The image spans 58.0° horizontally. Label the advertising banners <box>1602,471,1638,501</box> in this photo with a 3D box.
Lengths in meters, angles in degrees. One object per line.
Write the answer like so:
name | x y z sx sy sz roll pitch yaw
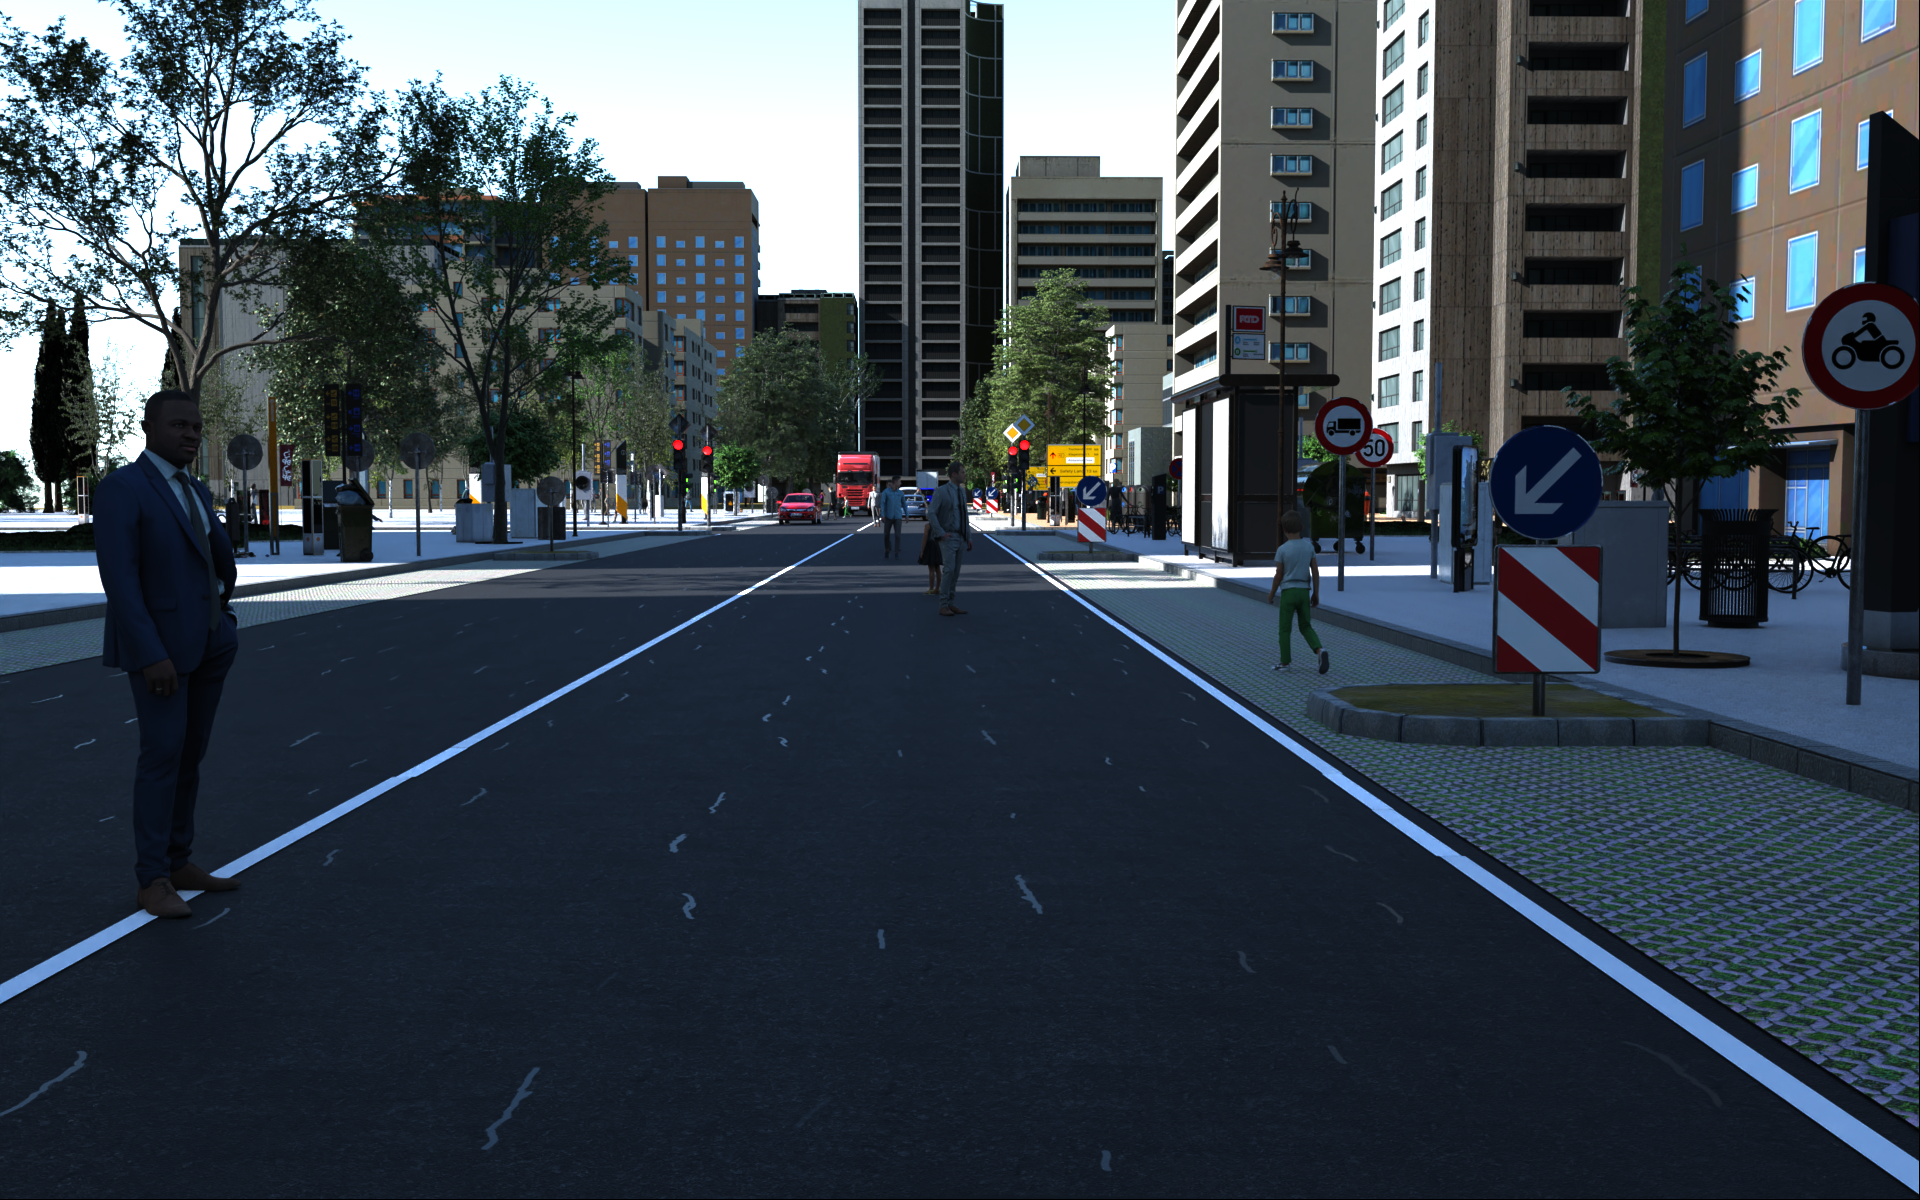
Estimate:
advertising banners | 27.154 -4.588 71.198 2.074 3.025 0.090 -1 4 -22

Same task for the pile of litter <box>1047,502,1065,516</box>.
pile of litter | 5.550 -5.273 100.180 1.719 0.858 1.176 -1 4 -20

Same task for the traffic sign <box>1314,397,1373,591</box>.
traffic sign | 5.035 -1.389 22.818 0.768 2.556 0.104 0 4 1

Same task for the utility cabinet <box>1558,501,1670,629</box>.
utility cabinet | 6.273 -0.336 16.662 1.020 1.237 0.306 -1 4 -11

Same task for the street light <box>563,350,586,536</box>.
street light | -11.666 -4.864 52.320 0.468 5.910 1.993 0 4 -1

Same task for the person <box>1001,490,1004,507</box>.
person | 4.232 -10.177 173.153 1.217 1.743 0.721 -1 4 -14

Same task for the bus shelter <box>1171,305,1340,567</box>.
bus shelter | 5.498 -3.479 34.510 2.179 5.291 8.768 0 4 -1

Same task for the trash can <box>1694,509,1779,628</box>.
trash can | 7.486 -0.311 16.736 0.748 1.137 0.748 0 3 0

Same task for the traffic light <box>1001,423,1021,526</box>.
traffic light | 2.061 -4.869 68.530 0.839 4.253 0.868 0 4 -1

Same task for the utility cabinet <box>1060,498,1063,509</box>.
utility cabinet | 6.995 -6.964 125.022 1.020 1.237 0.306 0 4 -4

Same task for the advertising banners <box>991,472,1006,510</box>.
advertising banners | 3.036 -8.547 135.926 0.090 3.025 2.074 -2 4 -34

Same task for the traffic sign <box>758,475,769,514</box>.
traffic sign | -12.925 -6.962 113.933 0.768 2.556 0.104 0 4 4

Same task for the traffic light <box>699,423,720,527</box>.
traffic light | -9.897 -4.854 68.282 0.839 4.253 0.868 0 4 -1

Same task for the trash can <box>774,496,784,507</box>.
trash can | -12.754 -6.739 121.835 0.748 1.137 0.748 0 3 0

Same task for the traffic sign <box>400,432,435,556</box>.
traffic sign | -11.218 -2.184 35.819 0.768 2.556 0.104 0 4 8

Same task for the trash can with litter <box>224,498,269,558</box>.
trash can with litter | -14.865 -1.462 34.959 1.678 1.210 2.233 -1 4 -13

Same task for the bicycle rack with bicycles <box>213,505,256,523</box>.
bicycle rack with bicycles | -24.552 -2.681 57.220 2.852 0.926 2.925 -3 4 -38

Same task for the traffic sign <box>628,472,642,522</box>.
traffic sign | -14.888 -4.723 79.344 0.606 2.300 0.079 0 4 1

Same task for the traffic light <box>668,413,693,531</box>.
traffic light | -9.742 -4.366 60.298 0.839 4.253 0.868 0 4 -1

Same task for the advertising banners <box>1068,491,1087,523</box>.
advertising banners | 5.523 -4.998 77.905 2.074 3.025 0.090 -3 5 -40

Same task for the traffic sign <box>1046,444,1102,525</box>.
traffic sign | 4.654 -4.697 70.669 2.265 3.308 0.079 0 4 6

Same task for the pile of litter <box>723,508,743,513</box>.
pile of litter | -15.595 -6.513 120.448 1.719 0.858 1.176 0 4 -1

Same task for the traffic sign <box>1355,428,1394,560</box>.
traffic sign | 7.970 -2.038 33.430 0.768 2.556 0.104 0 4 3

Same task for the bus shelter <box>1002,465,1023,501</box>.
bus shelter | 4.340 -9.116 140.337 1.731 3.624 6.357 0 4 -1

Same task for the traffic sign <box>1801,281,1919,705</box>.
traffic sign | 5.448 -0.635 10.483 0.768 2.556 0.104 0 4 4

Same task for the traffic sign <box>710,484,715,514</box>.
traffic sign | -15.654 -6.737 110.156 0.884 2.594 0.081 0 4 8

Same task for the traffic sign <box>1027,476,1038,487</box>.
traffic sign | 5.183 -7.574 123.944 0.768 2.556 0.104 0 4 0

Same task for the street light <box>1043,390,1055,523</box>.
street light | 3.966 -6.383 77.149 0.468 5.910 1.993 0 4 -1

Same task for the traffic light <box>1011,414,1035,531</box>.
traffic light | 2.217 -4.381 60.546 0.839 4.253 0.868 0 4 -1

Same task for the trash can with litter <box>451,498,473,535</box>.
trash can with litter | -15.804 -2.649 54.704 0.624 1.170 1.055 -3 4 -39

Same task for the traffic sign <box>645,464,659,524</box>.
traffic sign | -13.094 -4.530 74.177 0.768 2.556 0.104 0 4 4

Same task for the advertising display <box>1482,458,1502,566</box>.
advertising display | 9.484 -1.575 30.962 0.123 1.923 0.974 0 4 0

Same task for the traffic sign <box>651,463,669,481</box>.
traffic sign | -12.669 -4.489 73.124 0.795 2.593 0.064 0 4 3

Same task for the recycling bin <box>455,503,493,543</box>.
recycling bin | -12.961 -2.060 46.239 0.722 1.027 0.722 3 4 37

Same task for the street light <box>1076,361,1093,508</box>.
street light | 4.323 -5.348 60.223 0.468 5.910 1.993 0 4 -1

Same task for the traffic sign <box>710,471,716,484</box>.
traffic sign | -12.946 -5.447 89.171 0.768 2.556 0.104 0 4 2

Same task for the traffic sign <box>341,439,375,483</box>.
traffic sign | -13.692 -2.403 39.394 0.768 2.556 0.104 0 4 1

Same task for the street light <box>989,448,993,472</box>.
street light | 2.666 -10.413 143.037 0.468 5.910 1.993 0 4 -1

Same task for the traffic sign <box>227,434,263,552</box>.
traffic sign | -15.220 -2.249 36.876 0.768 2.556 0.104 0 4 1

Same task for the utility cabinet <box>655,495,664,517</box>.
utility cabinet | -17.140 -5.321 98.166 0.306 1.237 1.020 -3 4 -39

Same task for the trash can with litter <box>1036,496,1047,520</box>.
trash can with litter | 4.023 -4.619 86.912 0.624 1.170 1.055 0 4 -7

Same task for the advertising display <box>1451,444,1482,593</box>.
advertising display | 6.671 -1.081 22.881 0.123 1.923 0.974 2 4 29

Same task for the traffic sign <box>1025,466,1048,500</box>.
traffic sign | 5.894 -8.107 126.423 2.265 3.308 0.079 0 4 -1

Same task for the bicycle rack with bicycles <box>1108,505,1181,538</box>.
bicycle rack with bicycles | 5.990 -2.580 55.558 2.925 0.926 2.852 -2 4 -30

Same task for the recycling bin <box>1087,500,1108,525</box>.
recycling bin | 5.749 -3.671 72.581 0.722 1.027 0.722 -1 4 -11

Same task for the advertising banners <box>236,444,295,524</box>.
advertising banners | -24.153 -3.915 60.197 2.074 3.025 0.090 -3 4 -36

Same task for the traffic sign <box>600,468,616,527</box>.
traffic sign | -13.652 -3.978 67.167 0.606 2.300 0.079 0 4 3

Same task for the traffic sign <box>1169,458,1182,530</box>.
traffic sign | 7.736 -3.732 61.119 0.768 2.556 0.104 0 4 0

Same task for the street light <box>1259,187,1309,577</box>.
street light | 4.934 -3.287 26.528 0.468 5.910 1.993 0 4 -1

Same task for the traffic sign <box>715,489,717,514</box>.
traffic sign | -15.761 -6.837 111.889 0.768 2.556 0.104 0 4 0
